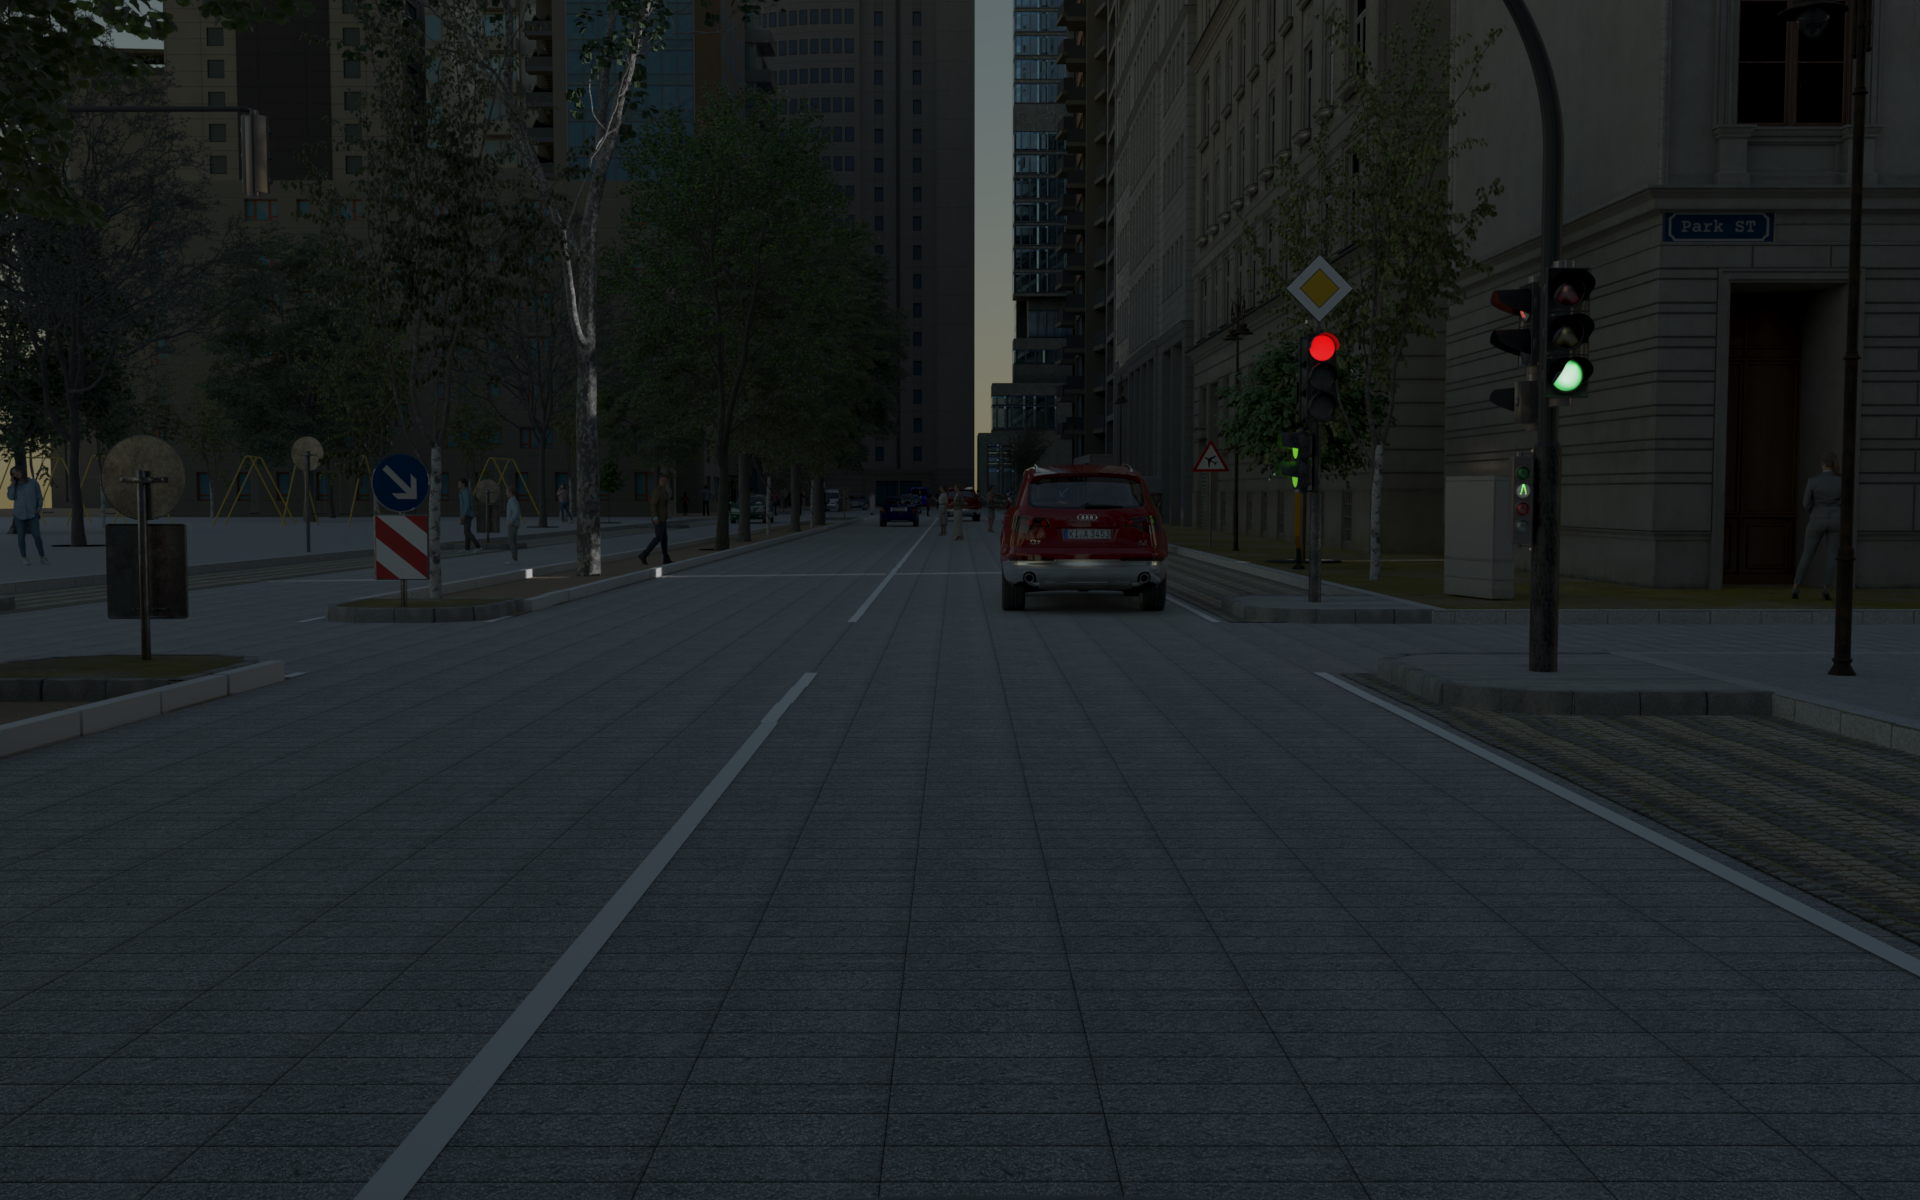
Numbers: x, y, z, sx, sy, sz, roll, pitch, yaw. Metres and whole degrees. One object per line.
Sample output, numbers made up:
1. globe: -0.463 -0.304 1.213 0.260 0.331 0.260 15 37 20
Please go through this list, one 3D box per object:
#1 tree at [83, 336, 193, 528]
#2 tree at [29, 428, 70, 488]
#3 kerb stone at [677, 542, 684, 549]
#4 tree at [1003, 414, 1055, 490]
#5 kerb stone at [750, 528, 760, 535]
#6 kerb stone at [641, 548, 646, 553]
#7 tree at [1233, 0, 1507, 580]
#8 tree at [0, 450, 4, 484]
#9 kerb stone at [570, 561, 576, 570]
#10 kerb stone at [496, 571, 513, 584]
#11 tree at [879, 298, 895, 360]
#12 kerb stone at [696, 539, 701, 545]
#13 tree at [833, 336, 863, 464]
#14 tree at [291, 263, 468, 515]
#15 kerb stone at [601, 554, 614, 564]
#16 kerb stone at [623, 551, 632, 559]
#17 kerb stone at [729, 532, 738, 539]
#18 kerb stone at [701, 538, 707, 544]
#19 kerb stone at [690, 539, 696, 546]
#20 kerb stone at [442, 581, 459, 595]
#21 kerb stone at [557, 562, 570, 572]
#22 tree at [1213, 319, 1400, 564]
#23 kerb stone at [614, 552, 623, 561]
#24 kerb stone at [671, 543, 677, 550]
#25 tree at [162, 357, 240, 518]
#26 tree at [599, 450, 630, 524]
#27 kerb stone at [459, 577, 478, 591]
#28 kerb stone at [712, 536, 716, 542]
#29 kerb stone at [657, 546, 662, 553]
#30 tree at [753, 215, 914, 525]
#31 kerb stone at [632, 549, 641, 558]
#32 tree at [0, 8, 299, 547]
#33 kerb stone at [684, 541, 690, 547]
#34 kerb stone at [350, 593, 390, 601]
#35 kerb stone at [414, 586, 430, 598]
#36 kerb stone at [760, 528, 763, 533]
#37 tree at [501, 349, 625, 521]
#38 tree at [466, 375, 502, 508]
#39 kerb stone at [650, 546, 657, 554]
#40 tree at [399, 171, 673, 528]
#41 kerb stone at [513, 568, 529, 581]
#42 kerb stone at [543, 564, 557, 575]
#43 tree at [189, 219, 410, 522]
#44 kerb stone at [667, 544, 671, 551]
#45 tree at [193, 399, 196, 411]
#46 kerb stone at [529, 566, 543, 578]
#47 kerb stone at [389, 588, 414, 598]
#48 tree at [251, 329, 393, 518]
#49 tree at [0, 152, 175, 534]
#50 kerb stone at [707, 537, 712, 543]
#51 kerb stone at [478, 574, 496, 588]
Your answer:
1. tree: -32.381 -7.056 65.724 4.360 8.622 3.978 0 3 0
2. tree: -41.240 -7.775 77.482 4.737 8.622 4.395 0 3 0
3. kerb stone: -7.402 -1.405 45.172 0.120 0.150 1.000 0 3 0
4. tree: 6.379 -12.578 156.014 4.360 8.622 3.978 0 3 0
5. kerb stone: -7.422 -2.467 62.588 0.120 0.150 1.000 0 3 0
6. kerb stone: -7.400 -1.089 40.045 0.120 0.150 1.000 0 3 0
7. tree: 6.204 -4.619 25.889 4.737 8.622 4.395 0 3 0
8. tree: -58.699 -7.768 89.905 20.602 7.101 11.467 0 4 -4
9. kerb stone: -7.394 -0.647 32.883 0.120 0.150 1.000 0 3 0
10. kerb stone: -7.384 -0.337 27.749 0.120 0.150 1.000 0 3 0
11. tree: -6.371 -8.888 65.897 7.486 12.596 7.792 0 3 0
12. kerb stone: -7.411 -1.593 48.248 0.120 0.150 1.000 0 3 0
13. tree: -6.176 -7.301 72.192 4.360 8.622 3.978 0 3 0
14. tree: -18.360 -6.336 53.961 4.737 8.622 4.395 0 3 0
15. kerb stone: -7.399 -0.842 35.954 0.120 0.150 1.000 0 3 0
16. kerb stone: -7.408 -0.965 38.000 0.120 0.150 1.000 0 3 0
17. kerb stone: -7.414 -2.095 56.443 0.120 0.150 1.000 0 3 0
18. kerb stone: -7.408 -1.656 49.270 0.120 0.150 1.000 0 3 0
19. kerb stone: -7.412 -1.531 47.222 0.120 0.150 1.000 0 3 0
20. kerb stone: -7.385 -0.148 24.669 0.120 0.150 1.000 0 3 0
21. kerb stone: -7.387 -0.591 31.855 0.120 0.150 1.000 0 3 0
22. tree: 6.501 -2.980 32.441 4.285 4.588 4.351 0 3 0
23. kerb stone: -7.401 -0.904 36.978 0.120 0.150 1.000 0 3 0
24. kerb stone: -7.411 -1.343 44.149 0.120 0.150 1.000 0 3 0
25. tree: -40.158 -8.693 92.493 4.737 8.622 4.395 0 3 0
26. tree: -15.244 -4.966 75.788 1.663 3.219 1.824 0 3 0
27. kerb stone: -7.387 -0.210 25.692 0.120 0.150 1.000 0 3 0
28. kerb stone: -7.415 -1.781 51.315 0.120 0.150 1.000 0 3 0
29. kerb stone: -7.402 -1.216 42.105 0.120 0.150 1.000 0 3 0
30. tree: -6.535 -10.404 79.223 9.857 13.997 8.962 0 3 0
31. kerb stone: -7.399 -1.029 39.023 0.120 0.150 1.000 0 3 0
32. tree: -21.619 -8.036 41.757 12.009 13.543 11.850 0 3 0
33. kerb stone: -7.405 -1.463 46.200 0.120 0.150 1.000 0 3 0
34. kerb stone: -7.371 0.036 21.602 0.120 0.150 1.000 0 3 0
35. kerb stone: -7.379 -0.087 23.647 0.120 0.150 1.000 0 3 0
36. kerb stone: -7.428 -2.533 63.615 0.120 0.150 1.000 0 3 0
37. tree: -18.368 -8.082 82.501 4.737 8.622 4.395 0 3 0
38. tree: -25.190 -8.485 89.093 4.737 8.622 4.395 0 3 0
39. kerb stone: -7.403 -1.155 41.075 0.120 0.150 1.000 0 3 0
40. tree: -15.998 -9.515 65.939 12.009 13.543 11.850 0 3 0
41. kerb stone: -7.390 -0.402 28.771 0.120 0.150 1.000 0 3 0
42. kerb stone: -7.394 -0.525 30.829 0.120 0.150 1.000 0 3 0
43. tree: -30.005 -10.559 79.289 9.857 13.997 8.962 0 3 0
44. kerb stone: -7.401 -1.278 43.127 0.120 0.150 1.000 0 3 0
45. tree: -40.230 -8.322 86.420 4.360 8.622 3.978 0 3 0
46. kerb stone: -7.392 -0.465 29.800 0.120 0.150 1.000 0 3 0
47. kerb stone: -7.382 -0.026 22.625 0.120 0.150 1.000 0 3 0
48. tree: -33.722 -9.635 91.937 7.601 10.594 8.767 0 4 5
49. tree: -30.468 -8.491 55.839 9.611 12.733 9.660 0 3 0
50. kerb stone: -7.412 -1.718 50.292 0.120 0.150 1.000 0 3 0
51. kerb stone: -7.384 -0.274 26.718 0.120 0.150 1.000 0 3 0
